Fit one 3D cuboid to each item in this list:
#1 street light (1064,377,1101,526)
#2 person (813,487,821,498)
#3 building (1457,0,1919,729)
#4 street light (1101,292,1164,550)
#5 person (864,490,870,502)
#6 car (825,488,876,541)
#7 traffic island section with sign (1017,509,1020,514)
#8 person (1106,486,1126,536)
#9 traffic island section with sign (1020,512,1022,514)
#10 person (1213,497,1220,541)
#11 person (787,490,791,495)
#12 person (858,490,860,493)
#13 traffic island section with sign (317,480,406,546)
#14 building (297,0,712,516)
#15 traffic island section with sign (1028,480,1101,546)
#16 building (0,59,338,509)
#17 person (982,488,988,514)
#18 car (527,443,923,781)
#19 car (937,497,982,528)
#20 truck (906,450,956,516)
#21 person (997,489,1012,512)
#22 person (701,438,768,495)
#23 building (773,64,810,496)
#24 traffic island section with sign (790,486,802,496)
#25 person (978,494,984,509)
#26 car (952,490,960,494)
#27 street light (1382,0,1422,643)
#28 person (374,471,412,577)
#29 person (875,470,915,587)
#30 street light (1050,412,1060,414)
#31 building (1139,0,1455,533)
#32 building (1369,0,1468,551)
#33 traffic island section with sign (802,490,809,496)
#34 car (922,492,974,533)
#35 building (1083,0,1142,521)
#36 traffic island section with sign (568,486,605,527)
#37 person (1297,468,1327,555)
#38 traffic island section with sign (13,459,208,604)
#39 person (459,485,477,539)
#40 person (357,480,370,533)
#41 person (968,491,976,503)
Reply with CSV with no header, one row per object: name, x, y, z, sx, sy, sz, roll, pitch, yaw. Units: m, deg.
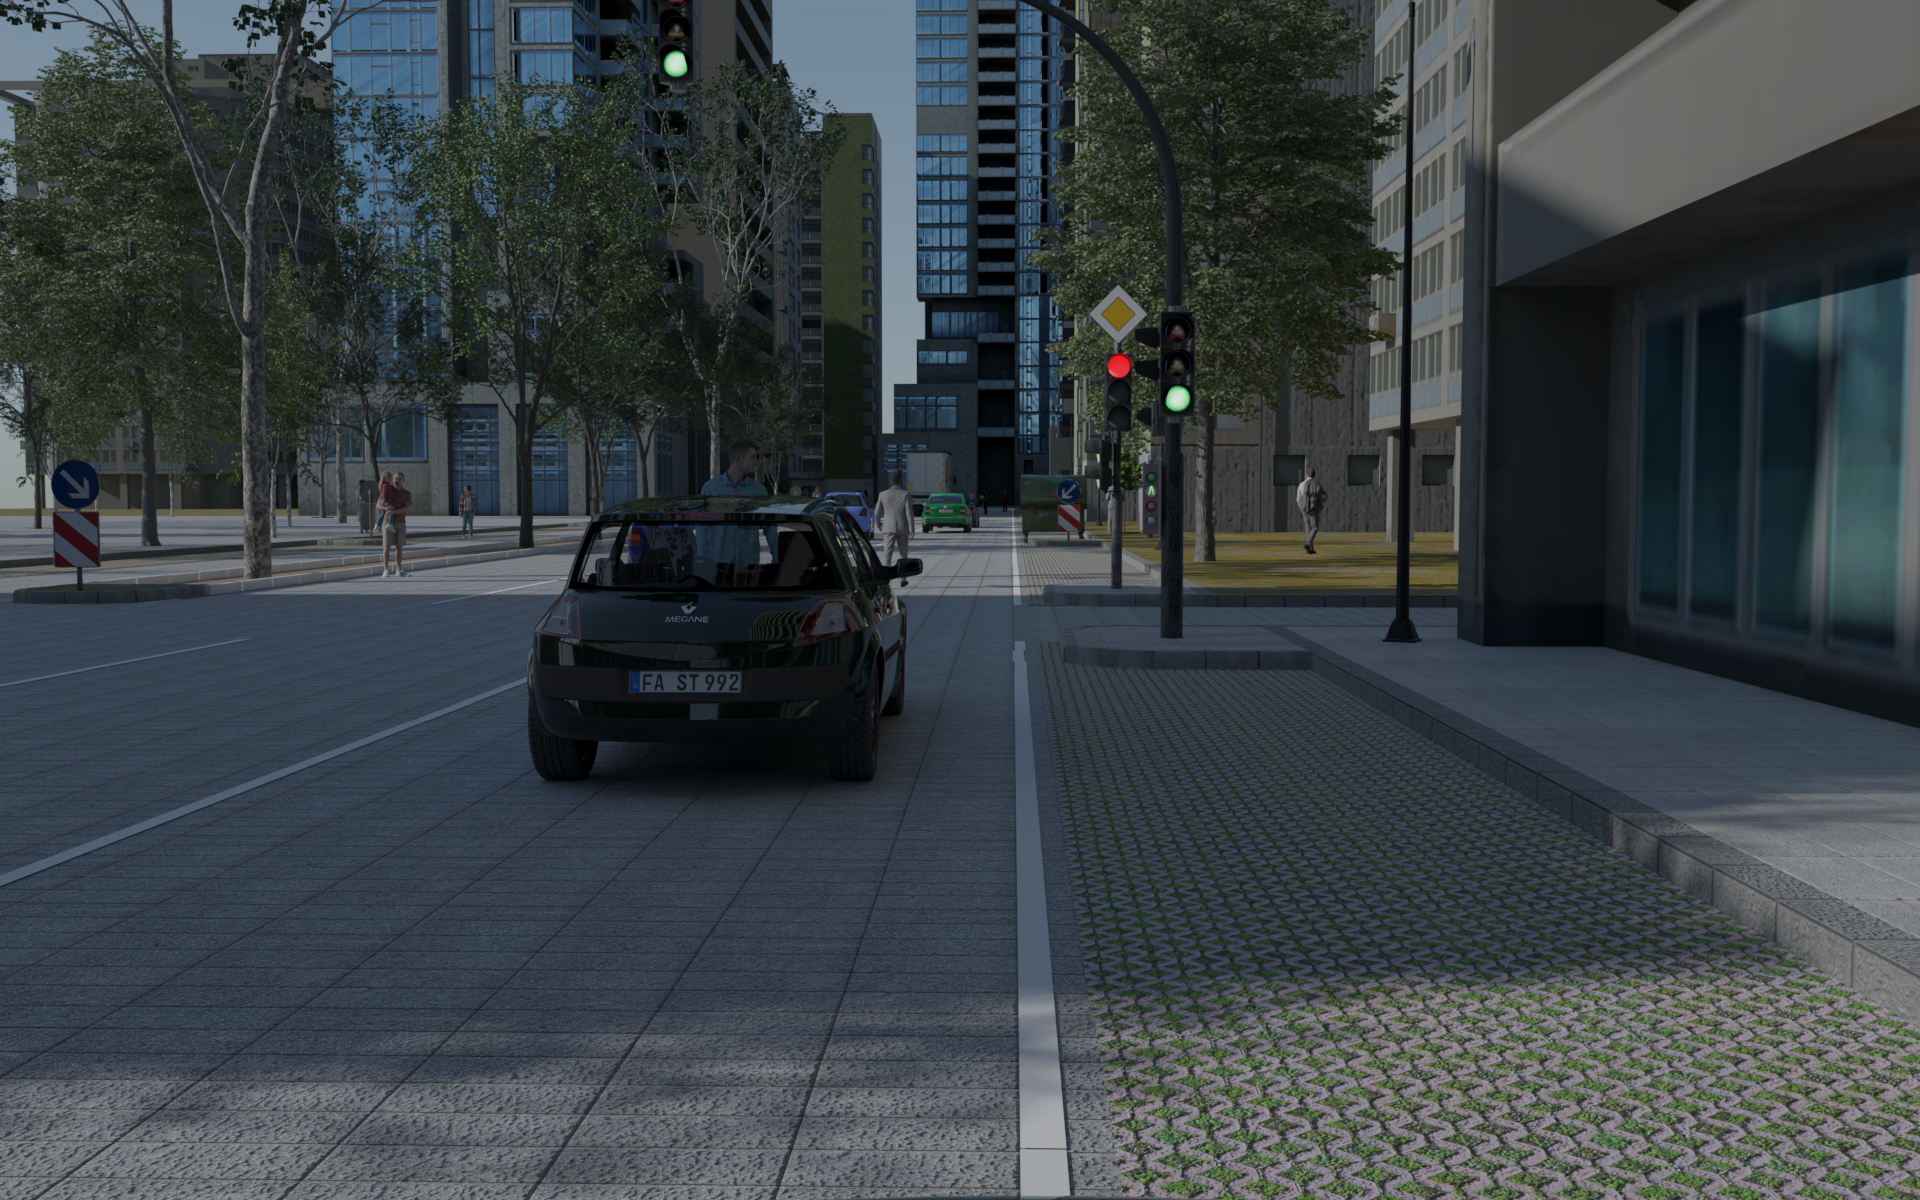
street light,5.002,-5.897,68.960,1.470,5.913,1.316,0,4,2
person,-7.270,-4.831,87.580,0.616,1.811,0.778,-3,5,-39
building,14.755,-23.207,3.144,21.300,48.544,21.600,0,4,2
street light,4.068,-4.095,39.490,1.470,5.913,1.316,0,4,2
person,-6.468,-6.603,117.182,0.721,1.735,1.217,3,4,36
car,-3.597,-2.759,54.698,1.945,1.707,3.694,0,4,0
traffic island section with sign,5.196,-7.129,125.186,1.989,1.847,2.006,0,4,2
person,4.712,-2.835,52.601,0.606,1.804,0.583,0,4,-6
traffic island section with sign,3.716,-4.101,75.672,1.989,1.847,2.006,0,4,2
person,6.879,-2.218,47.324,0.382,1.210,0.505,3,5,42
person,-12.093,-7.012,123.818,0.621,1.740,0.551,2,4,31
person,-8.074,-8.006,140.104,0.721,1.736,1.217,-1,4,-11
traffic island section with sign,-16.716,-2.448,48.660,1.989,1.847,2.006,0,4,2
building,-28.330,-48.962,113.195,22.319,86.520,31.000,0,4,2
traffic island section with sign,2.888,-2.412,48.065,1.989,1.847,2.006,0,4,2
building,-70.205,-28.675,160.710,23.993,40.220,32.217,0,4,2
person,1.762,-6.938,121.903,0.705,1.831,1.348,-1,4,-8
car,-1.239,-0.016,10.054,2.009,1.686,4.222,0,4,1
car,-0.057,-3.785,74.461,1.945,1.354,3.894,0,4,3
truck,-1.899,-7.696,114.735,2.839,4.237,11.283,0,4,3
person,3.510,-7.776,135.571,1.348,1.831,0.705,2,4,28
person,-1.640,-0.275,12.855,0.638,1.841,0.748,0,4,-2
building,-22.679,-29.601,167.563,14.086,41.232,14.154,0,4,2
traffic island section with sign,-9.434,-5.536,98.656,2.006,1.907,1.989,0,4,2
person,2.143,-9.694,170.192,0.628,1.438,0.799,2,4,24
car,-0.858,-9.040,156.482,2.281,1.827,5.304,0,4,4
street light,3.310,-2.593,14.931,1.470,5.913,1.316,0,4,2
person,-9.817,-1.312,29.932,0.573,1.828,0.580,1,4,17
person,-0.993,-1.080,26.430,0.678,1.792,0.850,1,4,9
street light,5.787,-7.700,98.435,1.470,5.913,1.316,0,4,2
building,13.588,-23.234,63.465,14.154,41.232,14.086,0,4,2
building,22.413,-21.041,35.899,23.993,40.220,32.217,0,4,2
traffic island section with sign,-13.606,-8.813,152.724,1.989,1.847,2.006,0,4,2
car,-0.462,-3.462,65.394,1.959,1.807,4.718,0,4,2
building,13.173,-19.294,87.158,14.160,30.474,14.107,0,4,2
traffic island section with sign,-15.918,-4.098,75.627,1.989,1.847,2.006,0,4,2
person,7.495,-1.879,36.870,0.679,1.850,0.850,2,4,33
traffic island section with sign,-11.674,-0.943,23.551,2.006,1.907,1.989,0,4,2
person,-15.730,-2.818,55.406,0.563,1.720,0.643,-1,4,-13
person,-19.505,-3.071,56.820,0.480,1.755,0.524,0,4,7
person,1.074,-8.971,156.110,0.756,1.711,0.436,1,4,19
